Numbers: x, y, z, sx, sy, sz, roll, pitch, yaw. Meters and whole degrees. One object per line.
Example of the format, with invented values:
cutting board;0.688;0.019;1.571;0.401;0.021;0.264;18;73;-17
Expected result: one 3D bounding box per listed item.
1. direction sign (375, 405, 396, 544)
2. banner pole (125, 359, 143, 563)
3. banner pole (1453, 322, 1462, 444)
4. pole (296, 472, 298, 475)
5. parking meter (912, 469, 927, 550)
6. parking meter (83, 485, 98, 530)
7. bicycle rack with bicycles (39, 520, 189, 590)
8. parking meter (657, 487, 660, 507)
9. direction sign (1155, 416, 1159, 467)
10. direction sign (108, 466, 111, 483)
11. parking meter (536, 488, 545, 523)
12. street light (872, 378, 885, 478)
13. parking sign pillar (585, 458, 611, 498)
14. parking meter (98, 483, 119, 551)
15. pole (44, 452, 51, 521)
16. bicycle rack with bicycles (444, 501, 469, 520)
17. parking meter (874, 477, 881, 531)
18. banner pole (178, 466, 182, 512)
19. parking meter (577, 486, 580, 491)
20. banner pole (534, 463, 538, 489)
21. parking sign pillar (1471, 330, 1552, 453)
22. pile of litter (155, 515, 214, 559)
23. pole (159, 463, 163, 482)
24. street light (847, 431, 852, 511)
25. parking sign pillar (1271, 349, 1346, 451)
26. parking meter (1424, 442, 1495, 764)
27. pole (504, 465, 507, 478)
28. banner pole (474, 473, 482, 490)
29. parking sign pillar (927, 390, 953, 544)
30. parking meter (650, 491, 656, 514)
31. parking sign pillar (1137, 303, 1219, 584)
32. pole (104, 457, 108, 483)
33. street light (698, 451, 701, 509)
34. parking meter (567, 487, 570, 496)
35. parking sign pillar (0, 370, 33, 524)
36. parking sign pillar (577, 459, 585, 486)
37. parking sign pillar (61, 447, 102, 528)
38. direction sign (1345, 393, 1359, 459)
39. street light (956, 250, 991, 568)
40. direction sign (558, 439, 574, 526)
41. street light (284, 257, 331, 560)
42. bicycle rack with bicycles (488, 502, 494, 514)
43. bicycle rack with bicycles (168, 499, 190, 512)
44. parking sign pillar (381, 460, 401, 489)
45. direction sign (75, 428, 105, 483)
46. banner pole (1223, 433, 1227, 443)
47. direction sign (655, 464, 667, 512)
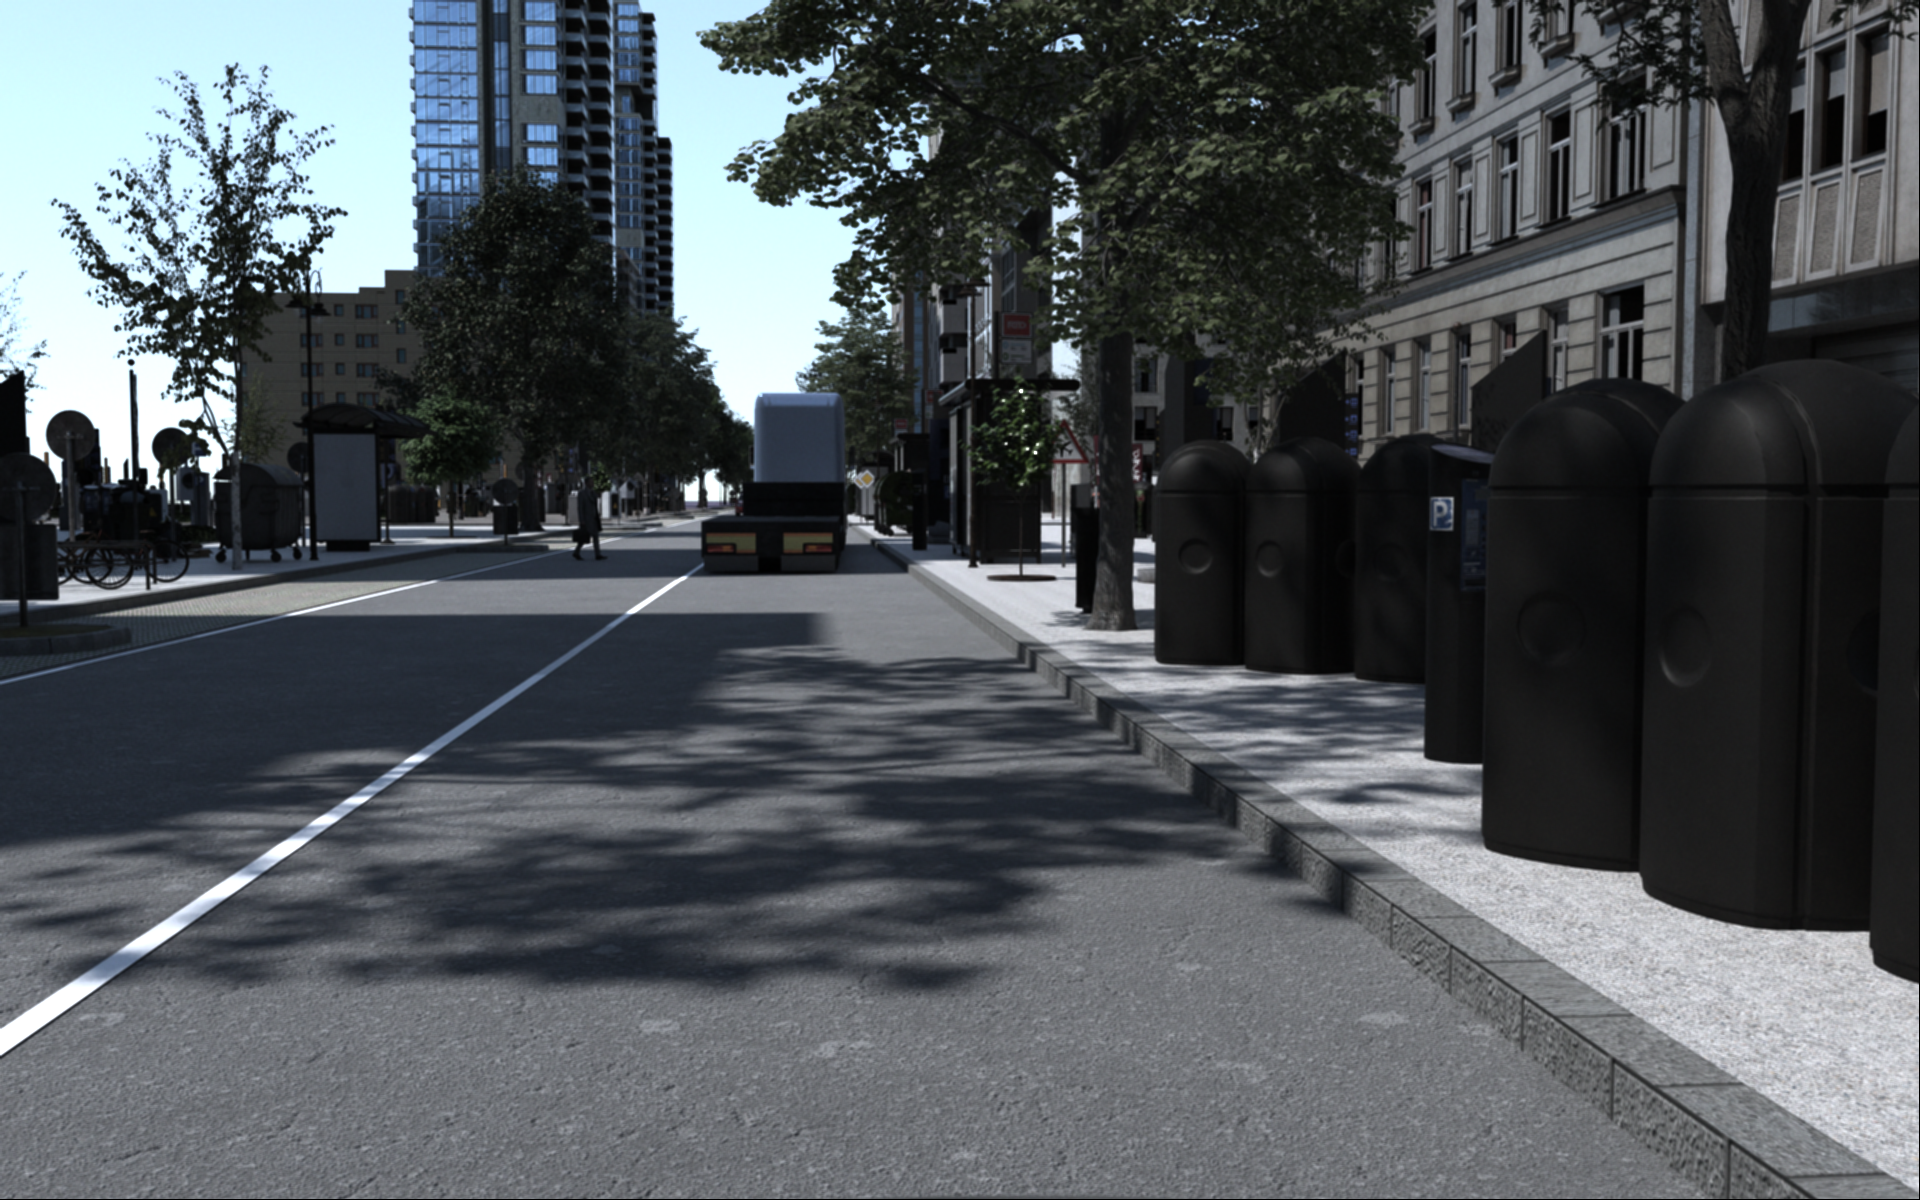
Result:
direction sign;-14.688;-3.201;44.339;0.379;3.537;0.876;1;4;12
banner pole;-15.212;-2.566;31.967;0.401;3.779;0.863;-2;4;-33
banner pole;7.174;-2.146;25.105;0.401;3.779;0.863;1;4;18
pole;-50.341;-8.427;131.630;0.158;3.312;0.155;0;3;0
parking meter;-0.926;-2.079;39.711;0.255;1.863;0.399;1;4;15
parking meter;-23.250;-2.323;46.391;0.372;1.533;0.369;0;3;0
bicycle rack with bicycles;-12.215;-0.632;23.714;2.925;0.926;2.852;-1;4;-21
parking meter;-25.722;-8.709;148.096;0.255;1.863;0.399;0;4;1
direction sign;6.062;-3.546;49.982;0.876;3.537;0.379;0;4;1
direction sign;-69.864;-9.146;141.537;0.876;3.537;0.379;-1;4;-22
parking meter;-18.836;-4.247;77.849;0.372;1.533;0.369;0;3;0
street light;-3.266;-5.895;69.177;0.468;5.910;1.993;0;4;-5
parking sign pillar;-25.856;-8.345;124.910;1.447;3.967;1.447;0;4;8
parking meter;-19.265;-1.890;39.316;0.372;1.533;0.369;0;3;0
pole;-44.084;-5.494;83.663;0.158;3.312;0.155;0;3;0
bicycle rack with bicycles;-25.665;-4.444;86.046;2.852;0.926;2.925;0;4;-6
parking meter;-2.804;-3.371;60.820;0.399;1.863;0.255;-1;4;-14
banner pole;-40.505;-6.109;89.900;0.401;3.779;0.863;-2;4;-35
parking meter;-28.930;-7.708;131.743;0.399;1.863;0.255;-3;5;-45
banner pole;-19.738;-5.518;80.236;0.863;3.779;0.401;2;4;33
parking sign pillar;9.253;-2.483;29.067;1.447;3.967;1.447;-3;5;-43
pile of litter;-15.751;-1.296;35.161;1.176;0.858;1.719;0;3;0
pole;-47.250;-6.647;102.519;0.158;3.312;0.155;0;3;0
street light;-7.162;-8.554;112.641;0.468;5.910;1.993;0;4;-5
parking sign pillar;6.458;-2.672;32.163;1.447;3.967;1.447;-1;4;-12
parking meter;2.443;0.003;8.357;0.372;1.533;0.369;0;3;0
pole;-31.361;-7.689;119.552;0.158;3.312;0.155;0;3;0
banner pole;-35.644;-8.431;127.860;0.863;3.779;0.401;-3;4;-37
parking sign pillar;-0.167;-3.439;44.694;1.447;3.967;1.447;2;4;29
parking meter;-19.714;-6.212;109.970;0.372;1.533;0.369;0;3;0
parking sign pillar;3.306;-2.244;25.158;1.447;3.967;1.447;0;4;-5
pole;-47.552;-6.280;96.522;0.158;3.312;0.155;0;3;0
street light;-23.022;-11.026;153.067;0.468;5.910;1.993;0;4;-5
parking meter;-32.314;-8.369;142.544;0.399;1.863;0.255;3;5;45
parking sign pillar;-20.961;-3.007;37.632;1.447;3.967;1.447;-1;4;-15
parking sign pillar;-29.501;-8.991;135.474;1.447;3.967;1.447;1;4;9
parking sign pillar;-33.564;-4.754;66.193;1.447;3.967;1.447;-1;4;-13
direction sign;8.536;-2.877;39.035;0.876;3.537;0.379;2;4;29
street light;0.229;-3.506;30.114;0.468;5.910;1.993;0;4;-5
direction sign;-15.718;-4.716;69.112;0.876;3.537;0.379;3;4;36
street light;-12.552;-3.712;33.480;0.468;5.910;1.993;0;4;-5
bicycle rack with bicycles;-30.943;-6.086;112.889;2.852;0.926;2.925;2;4;33
bicycle rack with bicycles;-38.739;-4.217;82.336;2.852;0.926;2.925;1;4;19
parking sign pillar;-35.504;-7.318;108.118;1.447;3.967;1.447;2;4;31
direction sign;-30.132;-4.151;59.862;0.876;3.537;0.379;0;4;4
banner pole;10.761;-4.921;70.473;0.401;3.779;0.863;1;4;10
direction sign;-21.574;-8.126;124.861;0.876;3.537;0.379;0;4;6
